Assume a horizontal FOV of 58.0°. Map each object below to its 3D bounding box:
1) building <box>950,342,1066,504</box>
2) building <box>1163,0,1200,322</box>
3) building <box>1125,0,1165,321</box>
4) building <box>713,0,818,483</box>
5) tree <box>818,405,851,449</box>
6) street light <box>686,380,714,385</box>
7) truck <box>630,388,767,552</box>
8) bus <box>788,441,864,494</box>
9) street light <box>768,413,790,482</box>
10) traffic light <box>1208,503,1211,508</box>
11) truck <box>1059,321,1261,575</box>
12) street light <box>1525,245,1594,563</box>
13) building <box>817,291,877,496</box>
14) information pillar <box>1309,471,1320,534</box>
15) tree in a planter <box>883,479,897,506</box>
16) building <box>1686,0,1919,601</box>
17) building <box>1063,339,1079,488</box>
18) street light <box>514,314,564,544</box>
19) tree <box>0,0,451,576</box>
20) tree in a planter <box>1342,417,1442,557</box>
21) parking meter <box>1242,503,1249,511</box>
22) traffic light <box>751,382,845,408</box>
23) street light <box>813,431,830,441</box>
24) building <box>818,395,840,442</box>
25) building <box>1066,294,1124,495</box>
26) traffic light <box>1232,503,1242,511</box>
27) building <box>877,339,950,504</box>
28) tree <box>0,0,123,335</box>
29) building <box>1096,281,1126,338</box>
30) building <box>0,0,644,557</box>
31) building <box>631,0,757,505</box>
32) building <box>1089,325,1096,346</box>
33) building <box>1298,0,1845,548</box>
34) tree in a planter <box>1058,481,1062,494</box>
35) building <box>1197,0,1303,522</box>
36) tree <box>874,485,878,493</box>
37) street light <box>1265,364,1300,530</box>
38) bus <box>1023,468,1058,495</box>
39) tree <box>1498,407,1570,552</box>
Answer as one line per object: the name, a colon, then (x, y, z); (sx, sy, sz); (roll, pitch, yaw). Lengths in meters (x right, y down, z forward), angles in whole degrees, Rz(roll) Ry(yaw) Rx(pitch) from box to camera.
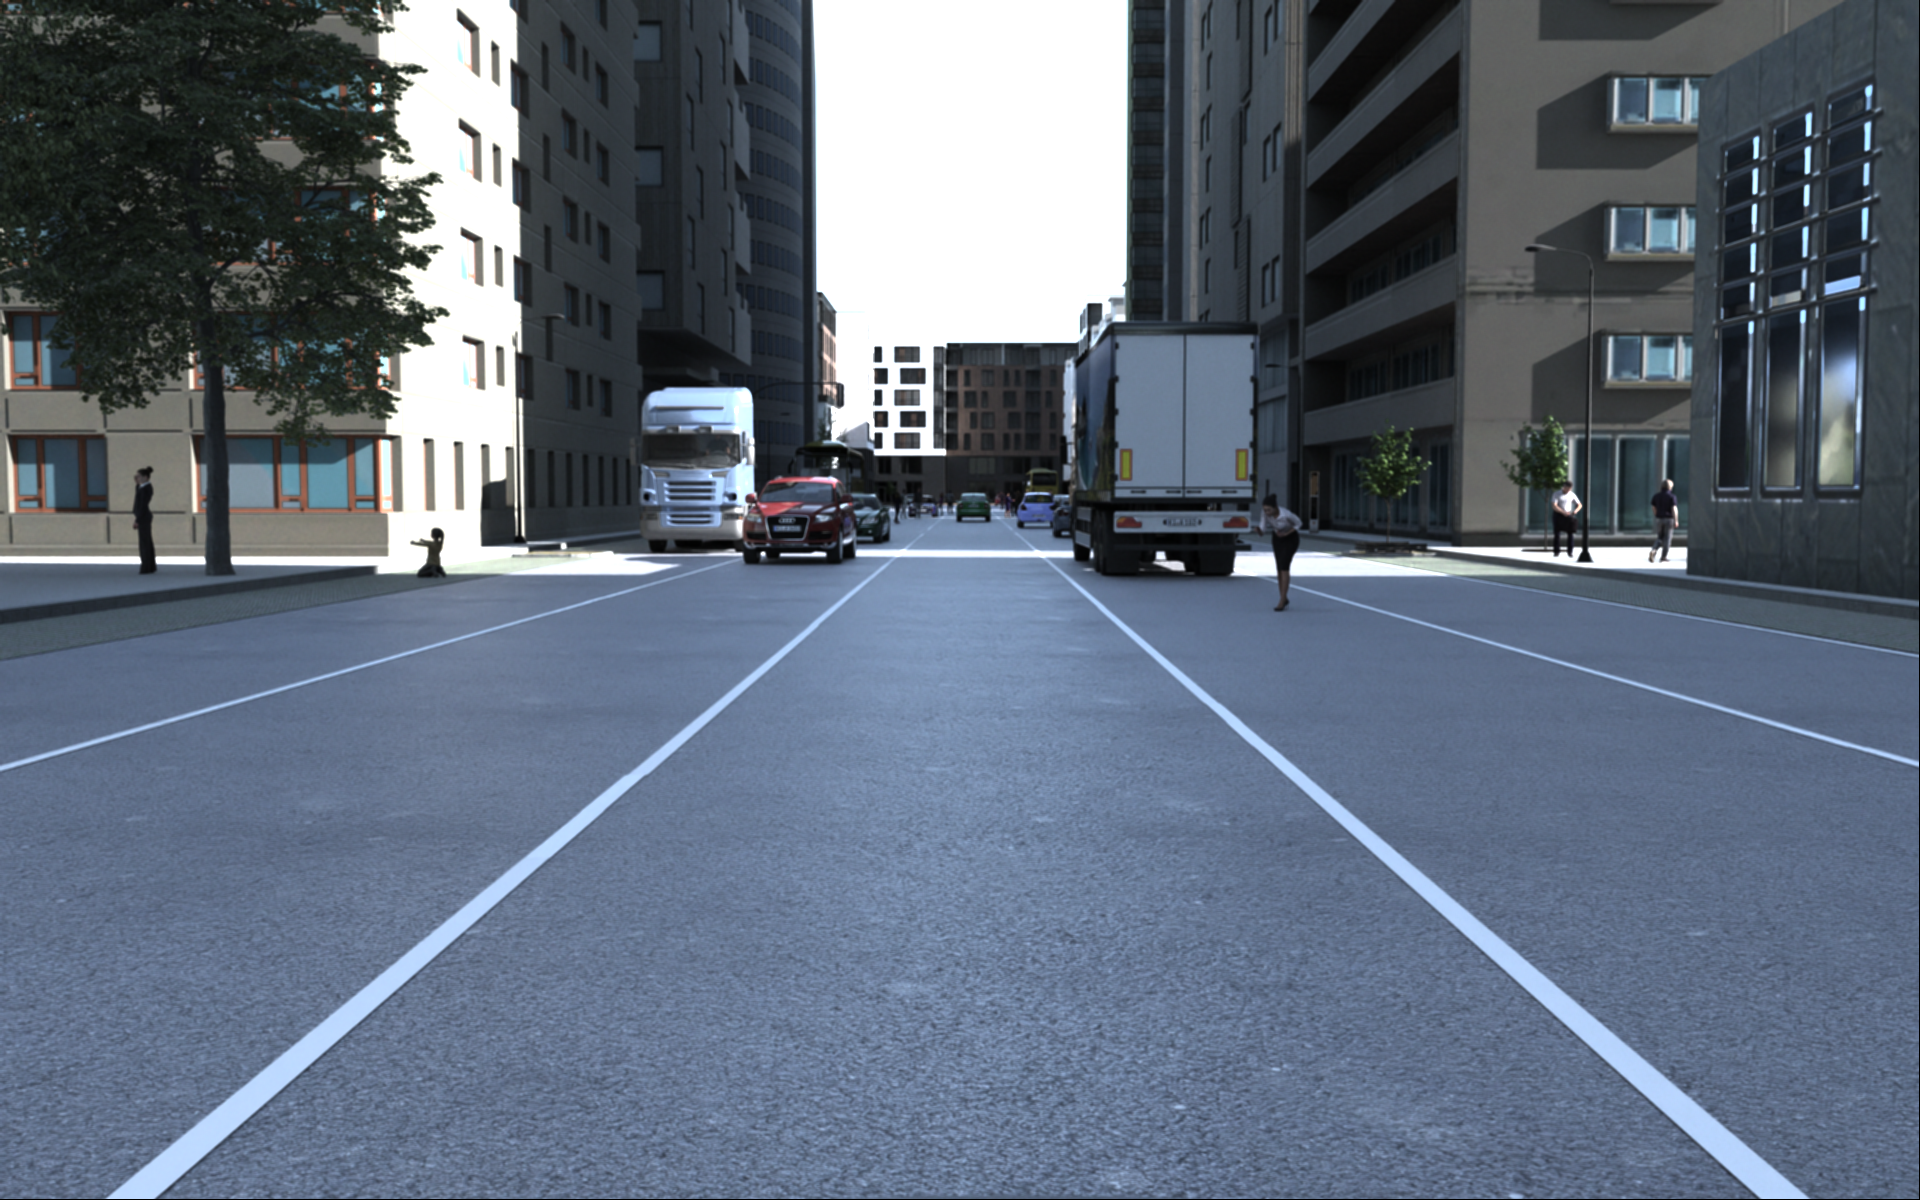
building: (14.516, -24.418, 243.204); (32.646, 21.610, 27.936); (0, 4, 0)
building: (24.270, -35.093, 115.767); (21.231, 58.520, 28.212); (0, 4, 0)
building: (20.088, -27.795, 138.035); (14.154, 41.232, 14.086); (0, 4, 0)
building: (-21.992, -35.597, 124.015); (21.231, 58.520, 28.212); (0, 4, 0)
tree: (-11.112, -11.779, 142.944); (4.737, 8.622, 4.395); (0, 3, 0)
street light: (-10.702, -5.993, 70.533); (1.470, 5.913, 1.316); (0, 4, 0)
truck: (-6.477, -3.661, 49.613); (2.967, 4.110, 18.799); (0, 4, -1)
bus: (-6.231, -5.622, 83.474); (2.896, 3.916, 12.252); (0, 3, 0)
street light: (-10.428, -7.756, 99.344); (1.470, 5.913, 1.316); (0, 4, 0)
traffic light: (10.112, -4.984, 70.413); (0.839, 4.253, 0.868); (0, 4, 0)
truck: (3.625, -2.743, 33.759); (2.839, 4.237, 11.283); (0, 4, 0)
street light: (11.229, -3.664, 32.449); (1.470, 5.913, 1.316); (0, 4, 0)
building: (-24.282, -21.228, 191.052); (27.936, 21.610, 32.646); (0, 4, 0)
information pillar: (11.542, -3.174, 56.389); (0.304, 2.012, 0.304); (1, 4, 16)
tree in a planter: (-8.110, -12.360, 199.301); (1.991, 3.239, 1.994); (0, 4, 0)
building: (22.630, -42.613, 9.395); (22.319, 86.520, 31.000); (0, 4, 0)
building: (21.011, -21.974, 215.696); (16.016, 20.091, 11.380); (0, 4, 0)
street light: (-10.925, -4.426, 44.913); (1.470, 5.913, 1.316); (0, 4, 0)
tree: (-12.159, -6.659, 26.997); (7.486, 12.596, 7.792); (0, 3, 0)
tree in a planter: (9.958, -2.628, 40.192); (1.991, 3.239, 1.994); (0, 4, 0)
parking meter: (11.656, -3.981, 70.802); (0.255, 1.863, 0.399); (0, 4, -5)
traffic light: (-7.097, -5.864, 70.538); (4.771, 5.953, 1.251); (0, 4, 0)
street light: (-10.297, -9.518, 128.155); (1.470, 5.913, 1.316); (0, 4, 0)
building: (-15.624, -13.340, 160.258); (9.099, 9.664, 28.070); (0, 4, 0)
building: (27.027, -21.364, 193.275); (27.936, 21.610, 32.646); (0, 4, 0)
traffic light: (7.970, -5.360, 62.299); (4.771, 5.953, 1.251); (0, 4, 0)
building: (-18.196, -24.387, 242.700); (32.646, 21.610, 27.936); (0, 4, 0)
tree: (-11.750, -4.251, 19.861); (4.737, 8.622, 4.395); (0, 3, 0)
building: (21.163, -18.528, 159.346); (16.016, 20.091, 11.380); (0, 4, 0)
building: (-26.012, -12.447, 48.548); (28.899, 21.520, 27.650); (0, 4, 0)
building: (-25.532, -30.531, 88.426); (28.713, 52.752, 27.495); (0, 4, 0)
building: (20.919, -19.263, 171.376); (16.016, 20.091, 11.380); (0, 4, 0)
building: (22.746, -26.104, 50.500); (21.300, 48.544, 21.600); (0, 4, 0)
tree in a planter: (10.938, -12.353, 199.193); (1.991, 3.239, 1.994); (0, 4, 0)
building: (26.165, -30.188, 82.812); (27.495, 52.752, 28.713); (0, 4, 0)
tree: (-10.940, -13.168, 209.901); (1.663, 3.219, 1.824); (0, 3, 0)
street light: (11.568, -5.468, 61.943); (1.470, 5.913, 1.316); (0, 4, 0)
bus: (7.682, -10.595, 164.770); (2.896, 3.916, 12.252); (0, 4, 0)
tree: (13.143, -2.692, 38.611); (1.663, 3.219, 1.824); (0, 3, 0)
